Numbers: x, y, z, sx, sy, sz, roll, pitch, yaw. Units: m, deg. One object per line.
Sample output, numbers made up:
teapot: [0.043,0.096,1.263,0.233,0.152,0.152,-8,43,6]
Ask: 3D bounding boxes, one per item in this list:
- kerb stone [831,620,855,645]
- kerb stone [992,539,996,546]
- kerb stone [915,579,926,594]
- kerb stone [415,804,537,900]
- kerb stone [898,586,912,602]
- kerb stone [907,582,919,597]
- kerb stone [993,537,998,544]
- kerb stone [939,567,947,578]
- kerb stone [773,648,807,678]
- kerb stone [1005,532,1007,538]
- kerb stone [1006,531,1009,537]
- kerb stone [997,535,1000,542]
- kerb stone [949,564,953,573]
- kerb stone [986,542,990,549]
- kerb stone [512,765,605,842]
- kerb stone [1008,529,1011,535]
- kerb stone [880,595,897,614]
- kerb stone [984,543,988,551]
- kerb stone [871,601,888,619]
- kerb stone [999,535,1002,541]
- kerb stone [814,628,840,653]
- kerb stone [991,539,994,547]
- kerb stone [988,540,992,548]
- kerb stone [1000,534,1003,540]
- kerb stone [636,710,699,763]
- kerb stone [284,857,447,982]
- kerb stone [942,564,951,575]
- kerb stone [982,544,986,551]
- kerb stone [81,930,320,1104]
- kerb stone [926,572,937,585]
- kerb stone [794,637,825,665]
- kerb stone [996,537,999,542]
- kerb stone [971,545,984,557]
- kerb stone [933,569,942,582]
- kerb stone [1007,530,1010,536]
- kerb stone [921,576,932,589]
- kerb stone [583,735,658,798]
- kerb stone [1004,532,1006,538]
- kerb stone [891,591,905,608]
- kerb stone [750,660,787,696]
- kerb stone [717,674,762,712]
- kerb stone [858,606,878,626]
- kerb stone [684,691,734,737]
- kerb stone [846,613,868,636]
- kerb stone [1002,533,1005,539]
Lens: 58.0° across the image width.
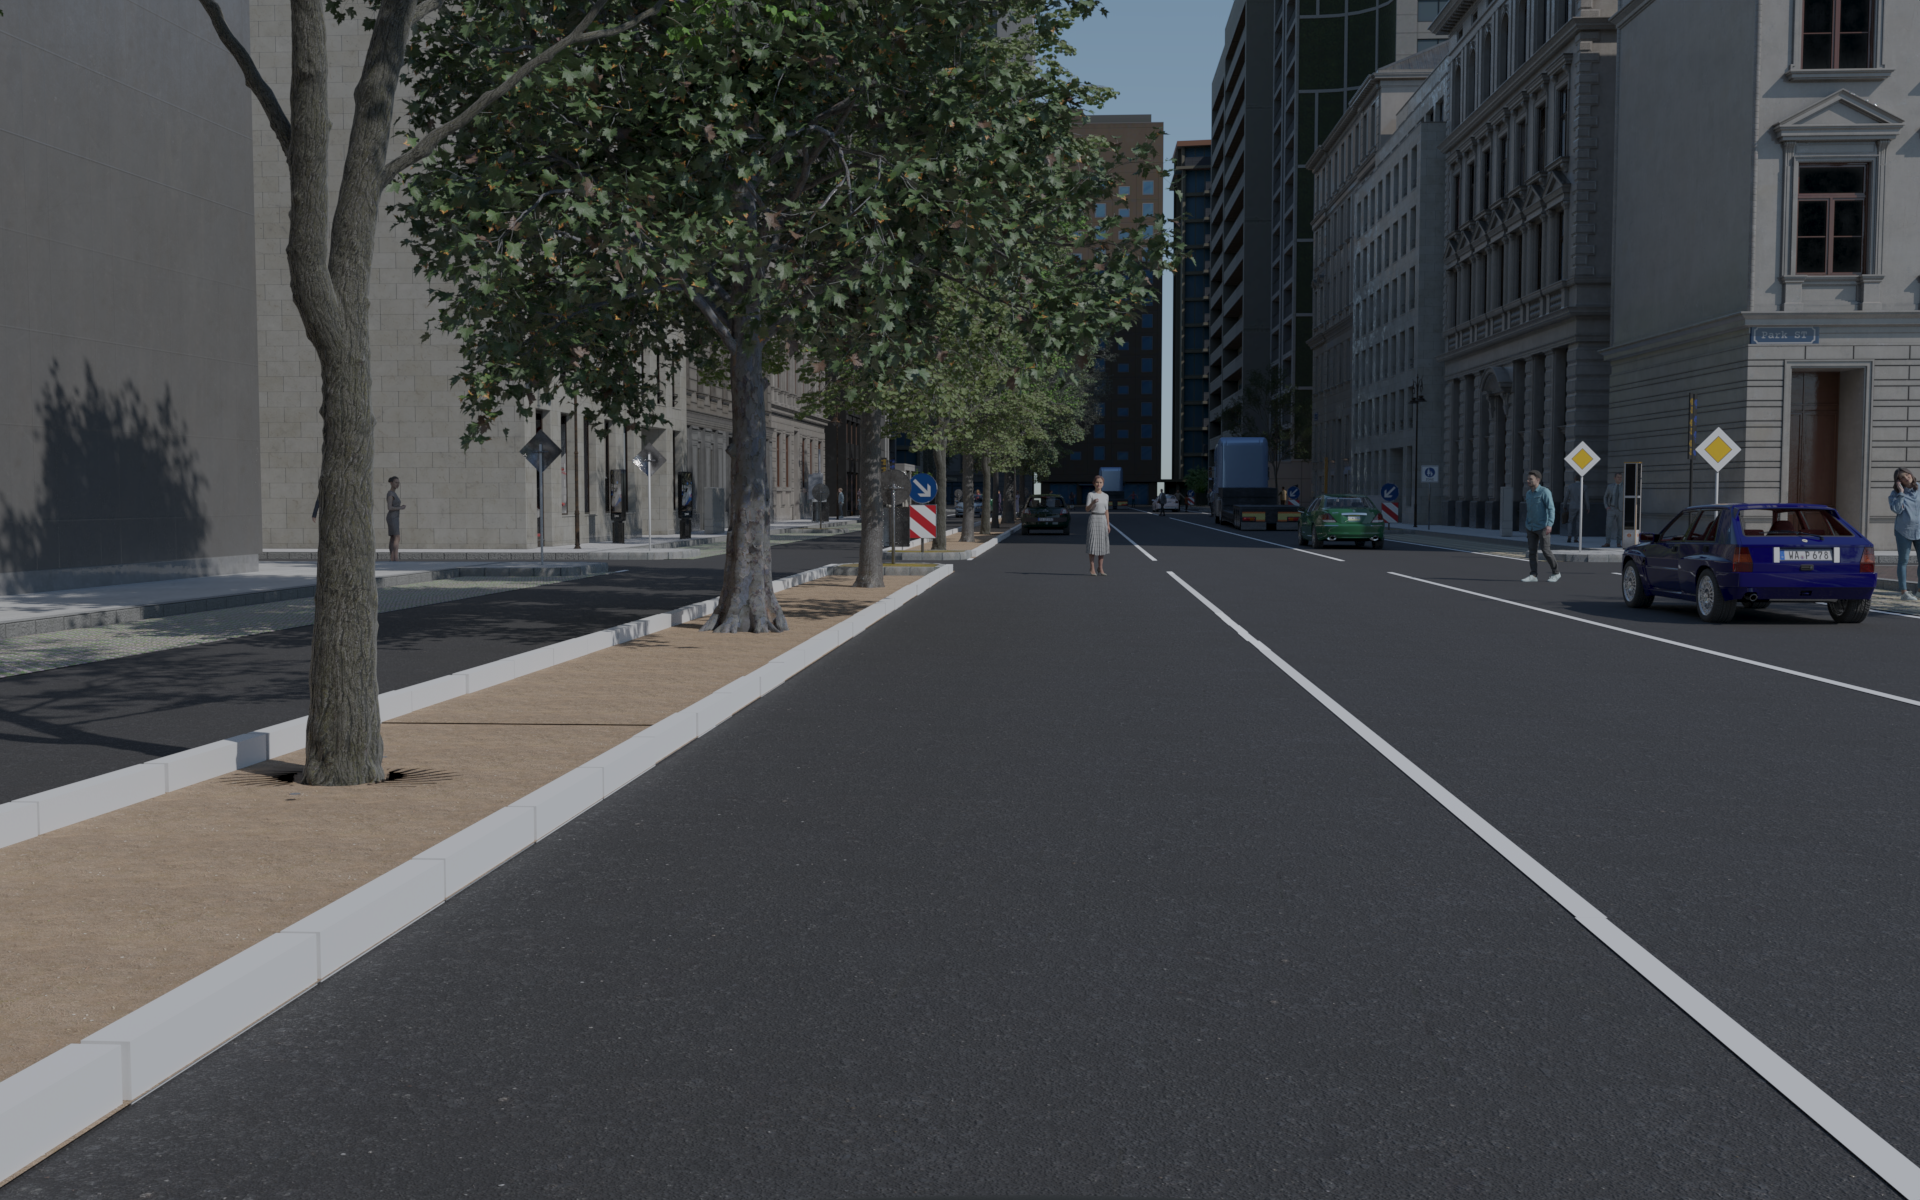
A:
kerb stone: [-1.168,0.330,16.806,0.120,0.150,1.000,0,4,4]
kerb stone: [0.822,-1.510,47.021,0.120,0.150,1.000,0,4,4]
kerb stone: [-0.625,-0.170,24.982,0.120,0.150,1.000,0,4,4]
kerb stone: [-1.838,0.954,6.603,0.120,0.150,1.000,0,4,4]
kerb stone: [-0.773,-0.044,22.934,0.120,0.150,1.000,0,4,4]
kerb stone: [-0.710,-0.108,23.955,0.120,0.150,1.000,0,4,4]
kerb stone: [0.889,-1.581,48.049,0.120,0.150,1.000,0,4,4]
kerb stone: [-0.363,-0.421,29.079,0.120,0.150,1.000,0,4,4]
kerb stone: [-1.371,0.517,13.741,0.120,0.150,1.000,0,4,4]
kerb stone: [1.351,-2.018,55.208,0.120,0.150,1.000,0,4,4]
kerb stone: [1.425,-2.078,56.232,0.120,0.150,1.000,0,4,4]
kerb stone: [1.015,-1.706,50.092,0.120,0.150,1.000,0,4,4]
kerb stone: [-0.222,-0.546,31.128,0.120,0.150,1.000,0,4,4]
kerb stone: [0.613,-1.331,43.952,0.120,0.150,1.000,0,4,4]
kerb stone: [-1.768,0.891,7.622,0.120,0.150,1.000,0,4,4]
kerb stone: [1.557,-2.207,58.280,0.120,0.150,1.000,0,4,4]
kerb stone: [-0.902,0.080,20.894,0.120,0.150,1.000,0,4,4]
kerb stone: [0.548,-1.268,42.931,0.120,0.150,1.000,0,4,4]
kerb stone: [-0.974,0.145,19.875,0.120,0.150,1.000,0,4,4]
kerb stone: [1.082,-1.768,51.113,0.120,0.150,1.000,0,4,4]
kerb stone: [-1.243,0.392,15.787,0.120,0.150,1.000,0,4,4]
kerb stone: [0.752,-1.456,46.001,0.120,0.150,1.000,0,4,4]
kerb stone: [0.683,-1.393,44.971,0.120,0.150,1.000,0,4,4]
kerb stone: [1.150,-1.826,52.145,0.120,0.150,1.000,0,4,4]
kerb stone: [-1.640,0.767,9.662,0.120,0.150,1.000,0,4,4]
kerb stone: [-1.903,1.017,5.583,0.120,0.150,1.000,0,4,4]
kerb stone: [-0.296,-0.481,30.099,0.120,0.150,1.000,0,4,4]
kerb stone: [0.479,-1.199,41.912,0.120,0.150,1.000,0,4,4]
kerb stone: [-1.971,1.078,4.563,0.120,0.150,1.000,0,4,4]
kerb stone: [-0.492,-0.295,27.027,0.120,0.150,1.000,0,4,4]
kerb stone: [-1.305,0.454,14.767,0.120,0.150,1.000,0,4,4]
kerb stone: [0.944,-1.637,49.073,0.120,0.150,1.000,0,4,4]
kerb stone: [0.411,-1.142,40.884,0.120,0.150,1.000,0,4,4]
kerb stone: [-0.431,-0.358,28.057,0.120,0.150,1.000,0,4,4]
kerb stone: [1.490,-2.142,57.260,0.120,0.150,1.000,0,4,4]
kerb stone: [-0.563,-0.228,26.002,0.120,0.150,1.000,0,4,4]
kerb stone: [-1.700,0.829,8.642,0.120,0.150,1.000,0,4,4]
kerb stone: [1.281,-1.957,54.185,0.120,0.150,1.000,0,4,4]
kerb stone: [-0.831,0.017,21.913,0.120,0.150,1.000,0,4,4]
kerb stone: [-1.430,0.585,12.721,0.120,0.150,1.000,0,4,4]
kerb stone: [-1.504,0.643,11.702,0.120,0.150,1.000,0,4,4]
kerb stone: [-1.038,0.205,18.850,0.120,0.150,1.000,0,4,4]
kerb stone: [-1.565,0.707,10.681,0.120,0.150,1.000,0,4,4]
kerb stone: [-1.095,0.267,17.825,0.120,0.150,1.000,0,4,4]
kerb stone: [1.212,-1.894,53.165,0.120,0.150,1.000,0,4,4]
